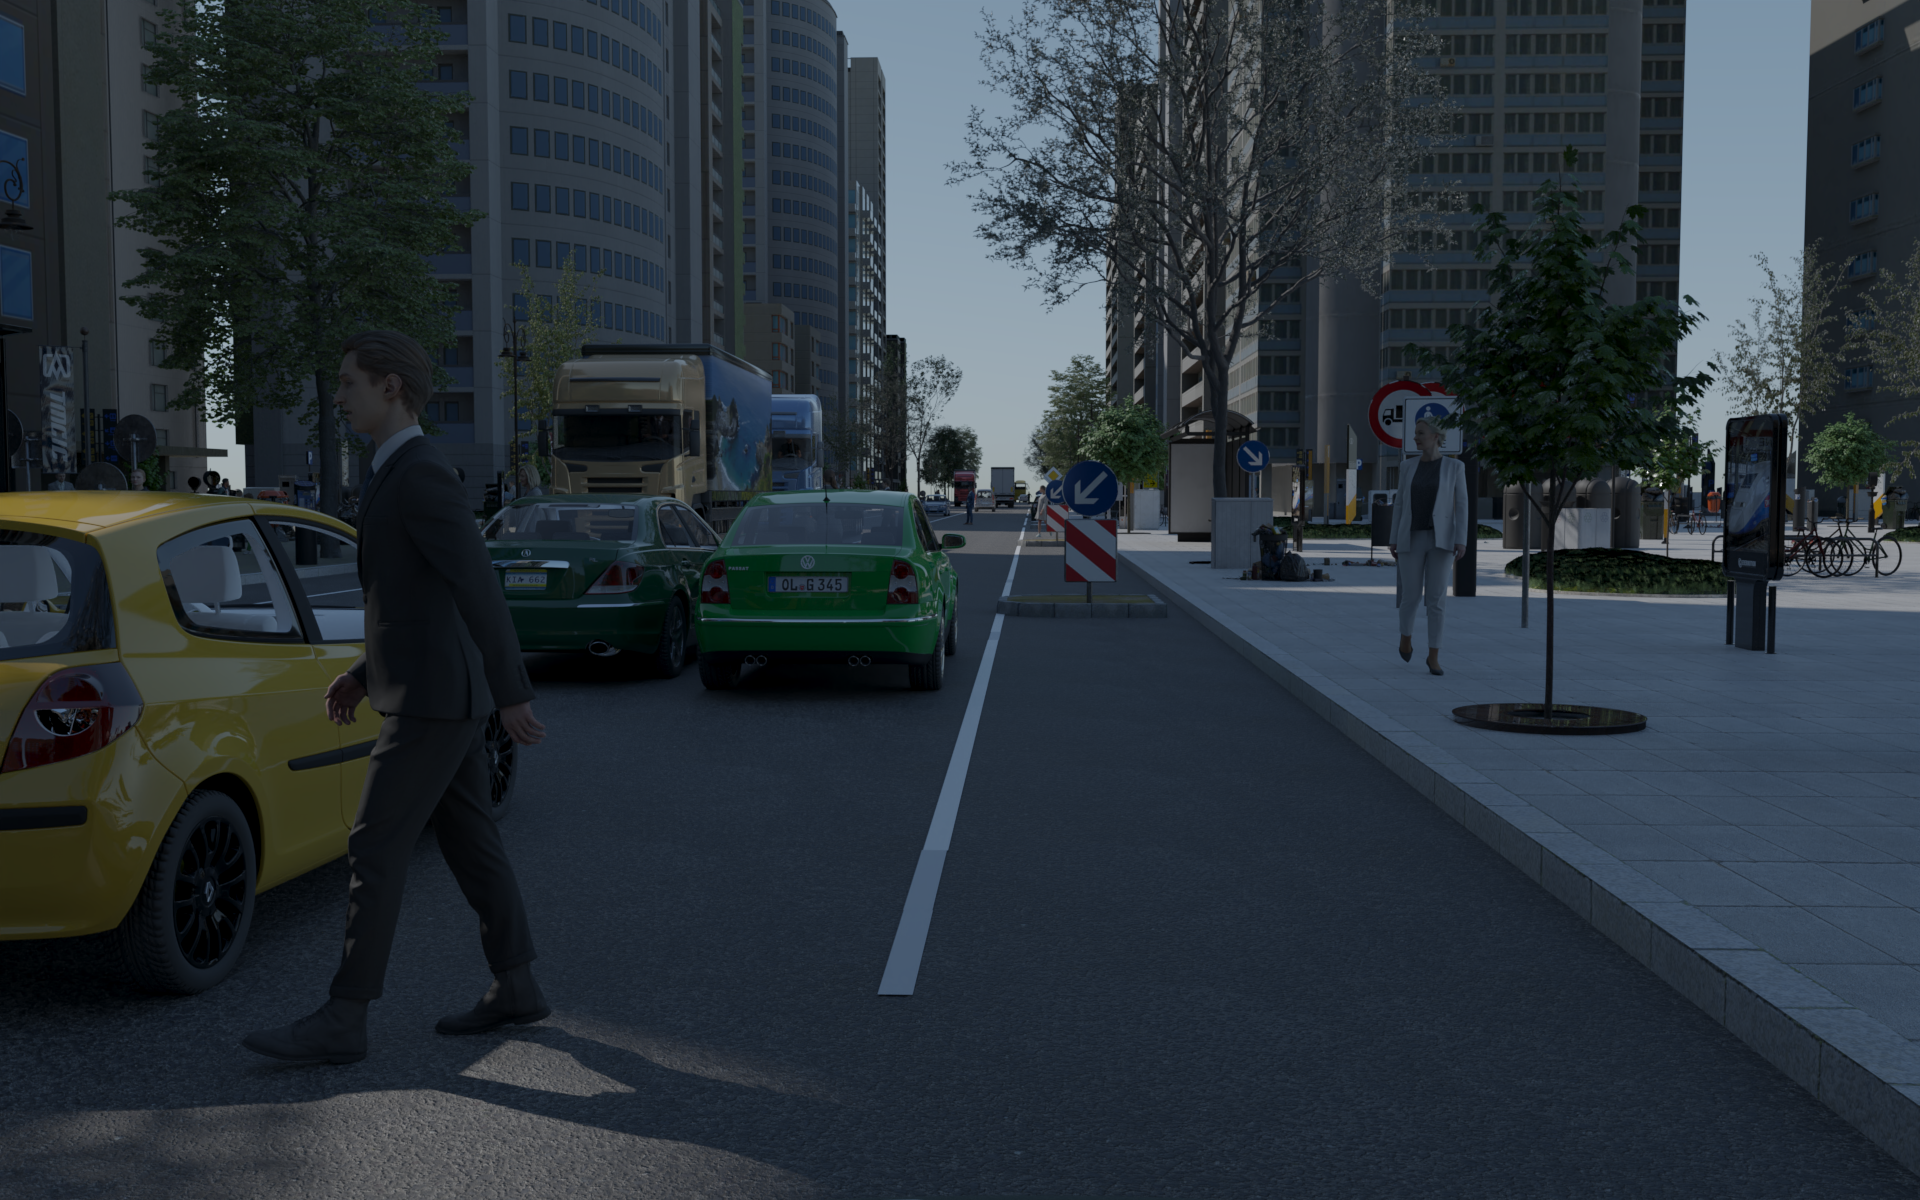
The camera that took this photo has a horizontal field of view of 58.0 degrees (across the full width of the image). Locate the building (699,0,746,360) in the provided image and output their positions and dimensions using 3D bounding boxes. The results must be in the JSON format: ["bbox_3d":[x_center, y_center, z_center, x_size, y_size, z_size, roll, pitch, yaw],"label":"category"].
[{"bbox_3d":[-24.985,-27.663,135.885,14.154,41.232,14.086,0,4,2],"label":"building"}]

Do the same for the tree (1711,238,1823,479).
[{"bbox_3d":[24.079,-6.130,50.595,4.360,8.622,3.978,0,3,0],"label":"tree"}]

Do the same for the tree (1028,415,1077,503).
[{"bbox_3d":[11.860,-15.815,192.991,7.601,10.594,8.767,3,4,36],"label":"tree"}]

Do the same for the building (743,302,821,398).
[{"bbox_3d":[-29.355,-20.006,172.132,27.650,21.520,28.899,0,4,2],"label":"building"}]

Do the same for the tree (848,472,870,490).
[{"bbox_3d":[-8.067,-8.685,136.597,1.663,3.219,1.824,0,3,0],"label":"tree"}]

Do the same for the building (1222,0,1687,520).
[{"bbox_3d":[28.449,-25.089,102.080,23.993,40.220,32.217,0,4,2],"label":"building"}]

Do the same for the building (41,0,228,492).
[{"bbox_3d":[-43.049,-24.512,55.404,28.867,44.769,22.147,0,4,2],"label":"building"}]

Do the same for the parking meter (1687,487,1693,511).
[{"bbox_3d":[56.473,-7.850,134.065,0.399,1.863,0.255,0,4,6],"label":"parking meter"}]

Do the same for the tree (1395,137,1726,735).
[{"bbox_3d":[3.286,-0.910,9.478,1.663,3.219,1.824,0,3,0],"label":"tree"}]

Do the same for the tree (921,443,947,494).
[{"bbox_3d":[-3.612,-18.242,248.617,4.360,8.622,3.978,0,3,0],"label":"tree"}]

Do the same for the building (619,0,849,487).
[{"bbox_3d":[-24.774,-40.210,199.429,21.231,58.520,28.212,0,4,2],"label":"building"}]

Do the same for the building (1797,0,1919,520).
[{"bbox_3d":[58.966,-28.799,94.561,21.600,48.544,21.300,0,4,2],"label":"building"}]

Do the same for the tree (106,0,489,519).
[{"bbox_3d":[-12.882,-7.098,34.184,7.486,12.596,7.792,0,3,0],"label":"tree"}]

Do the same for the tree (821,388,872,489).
[{"bbox_3d":[-8.250,-10.436,120.994,4.360,8.622,3.978,0,3,0],"label":"tree"}]

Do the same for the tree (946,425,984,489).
[{"bbox_3d":[-0.200,-25.040,316.062,9.857,13.997,8.962,0,3,0],"label":"tree"}]

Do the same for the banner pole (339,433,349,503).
[{"bbox_3d":[-25.406,-4.975,71.352,0.863,3.779,0.401,3,5,39],"label":"banner pole"}]

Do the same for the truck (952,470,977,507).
[{"bbox_3d":[0.563,-12.895,199.754,2.839,4.237,11.283,0,4,1],"label":"truck"}]

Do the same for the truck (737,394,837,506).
[{"bbox_3d":[-4.822,-3.847,52.653,2.967,4.110,18.799,0,4,1],"label":"truck"}]

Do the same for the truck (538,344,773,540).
[{"bbox_3d":[-5.759,-2.796,34.629,2.839,4.237,11.283,0,4,2],"label":"truck"}]

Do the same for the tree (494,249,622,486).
[{"bbox_3d":[-12.335,-6.262,52.746,4.737,8.622,4.395,0,3,0],"label":"tree"}]

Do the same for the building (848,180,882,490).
[{"bbox_3d":[-23.898,-39.415,264.044,23.786,49.044,30.456,0,4,2],"label":"building"}]

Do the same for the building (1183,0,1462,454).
[{"bbox_3d":[29.943,-31.772,143.175,21.300,48.544,21.600,0,4,2],"label":"building"}]

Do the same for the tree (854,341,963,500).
[{"bbox_3d":[-6.305,-21.967,215.043,12.611,20.169,13.585,0,3,0],"label":"tree"}]

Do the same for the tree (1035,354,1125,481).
[{"bbox_3d":[9.987,-13.585,140.237,7.486,12.596,7.792,0,3,0],"label":"tree"}]

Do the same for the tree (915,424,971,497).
[{"bbox_3d":[-2.498,-22.086,278.117,9.611,12.733,9.660,0,3,0],"label":"tree"}]

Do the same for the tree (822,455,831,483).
[{"bbox_3d":[-10.049,-7.900,112.883,4.285,4.588,4.351,0,3,0],"label":"tree"}]

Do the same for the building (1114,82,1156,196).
[{"bbox_3d":[35.357,-52.865,302.594,20.563,71.187,20.611,0,4,2],"label":"building"}]

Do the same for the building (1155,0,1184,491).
[{"bbox_3d":[30.019,-38.474,171.056,21.231,58.520,28.212,0,4,2],"label":"building"}]

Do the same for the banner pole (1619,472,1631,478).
[{"bbox_3d":[32.964,-5.857,85.775,0.863,3.779,0.401,-1,4,-13],"label":"banner pole"}]

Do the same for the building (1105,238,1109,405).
[{"bbox_3d":[34.801,-40.257,281.907,21.300,48.544,21.600,0,4,2],"label":"building"}]

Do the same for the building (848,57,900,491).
[{"bbox_3d":[-20.687,-52.043,289.150,20.563,71.187,20.611,0,4,2],"label":"building"}]

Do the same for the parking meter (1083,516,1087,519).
[{"bbox_3d":[6.584,-5.000,90.165,0.372,1.533,0.369,0,3,0],"label":"parking meter"}]

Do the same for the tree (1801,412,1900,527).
[{"bbox_3d":[34.728,-5.144,67.818,4.285,4.588,4.351,0,3,0],"label":"tree"}]

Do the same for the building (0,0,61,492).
[{"bbox_3d":[-28.070,-23.378,32.342,14.600,45.320,14.200,0,4,2],"label":"building"}]

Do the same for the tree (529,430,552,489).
[{"bbox_3d":[-19.476,-6.110,83.611,4.285,4.588,4.351,0,3,0],"label":"tree"}]

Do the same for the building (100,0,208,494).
[{"bbox_3d":[-52.080,-25.215,95.866,14.086,41.232,14.154,0,4,2],"label":"building"}]

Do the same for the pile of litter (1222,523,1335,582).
[{"bbox_3d":[4.762,-0.730,25.895,1.176,0.858,1.719,-3,4,-37],"label":"pile of litter"}]

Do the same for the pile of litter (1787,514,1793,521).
[{"bbox_3d":[39.757,-4.255,83.537,1.719,0.858,1.176,-1,4,-19],"label":"pile of litter"}]

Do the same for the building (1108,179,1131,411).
[{"bbox_3d":[33.848,-38.923,260.085,21.300,48.544,21.600,0,4,2],"label":"building"}]

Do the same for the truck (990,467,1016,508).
[{"bbox_3d":[4.572,-11.928,183.934,2.839,4.237,11.283,0,4,2],"label":"truck"}]

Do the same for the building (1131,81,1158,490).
[{"bbox_3d":[31.035,-35.017,196.232,21.300,48.544,21.600,0,4,2],"label":"building"}]

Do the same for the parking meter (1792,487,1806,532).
[{"bbox_3d":[28.556,-3.090,58.936,0.372,1.533,0.369,0,3,0],"label":"parking meter"}]

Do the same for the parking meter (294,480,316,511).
[{"bbox_3d":[-11.864,-1.406,31.404,0.372,1.533,0.369,0,3,0],"label":"parking meter"}]

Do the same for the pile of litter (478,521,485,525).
[{"bbox_3d":[-19.243,-3.507,71.304,1.176,0.858,1.719,0,4,-5],"label":"pile of litter"}]

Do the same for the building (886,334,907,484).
[{"bbox_3d":[-16.932,-32.792,307.852,14.160,30.474,14.107,0,4,2],"label":"building"}]

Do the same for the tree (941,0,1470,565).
[{"bbox_3d":[4.711,-7.407,31.476,12.009,13.543,11.850,0,3,0],"label":"tree"}]

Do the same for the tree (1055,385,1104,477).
[{"bbox_3d":[8.155,-10.196,117.059,4.737,8.622,4.395,0,3,0],"label":"tree"}]

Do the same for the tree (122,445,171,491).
[{"bbox_3d":[-27.095,-3.876,57.975,1.663,3.219,1.824,0,3,0],"label":"tree"}]

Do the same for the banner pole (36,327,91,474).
[{"bbox_3d":[-13.278,-2.193,25.877,0.863,3.779,0.401,-3,5,-39],"label":"banner pole"}]

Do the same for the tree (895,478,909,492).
[{"bbox_3d":[-6.166,-12.127,192.869,1.663,3.219,1.824,0,3,0],"label":"tree"}]

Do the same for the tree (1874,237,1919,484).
[{"bbox_3d":[22.567,-5.433,39.196,4.360,8.622,3.978,0,3,0],"label":"tree"}]

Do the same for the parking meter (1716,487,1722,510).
[{"bbox_3d":[62.459,-8.367,142.505,0.255,1.863,0.399,-2,4,-34],"label":"parking meter"}]

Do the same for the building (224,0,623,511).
[{"bbox_3d":[-28.921,-34.461,105.436,21.231,58.520,28.212,0,4,2],"label":"building"}]

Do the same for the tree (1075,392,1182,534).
[{"bbox_3d":[5.406,-4.418,55.944,4.285,4.588,4.351,0,3,0],"label":"tree"}]
